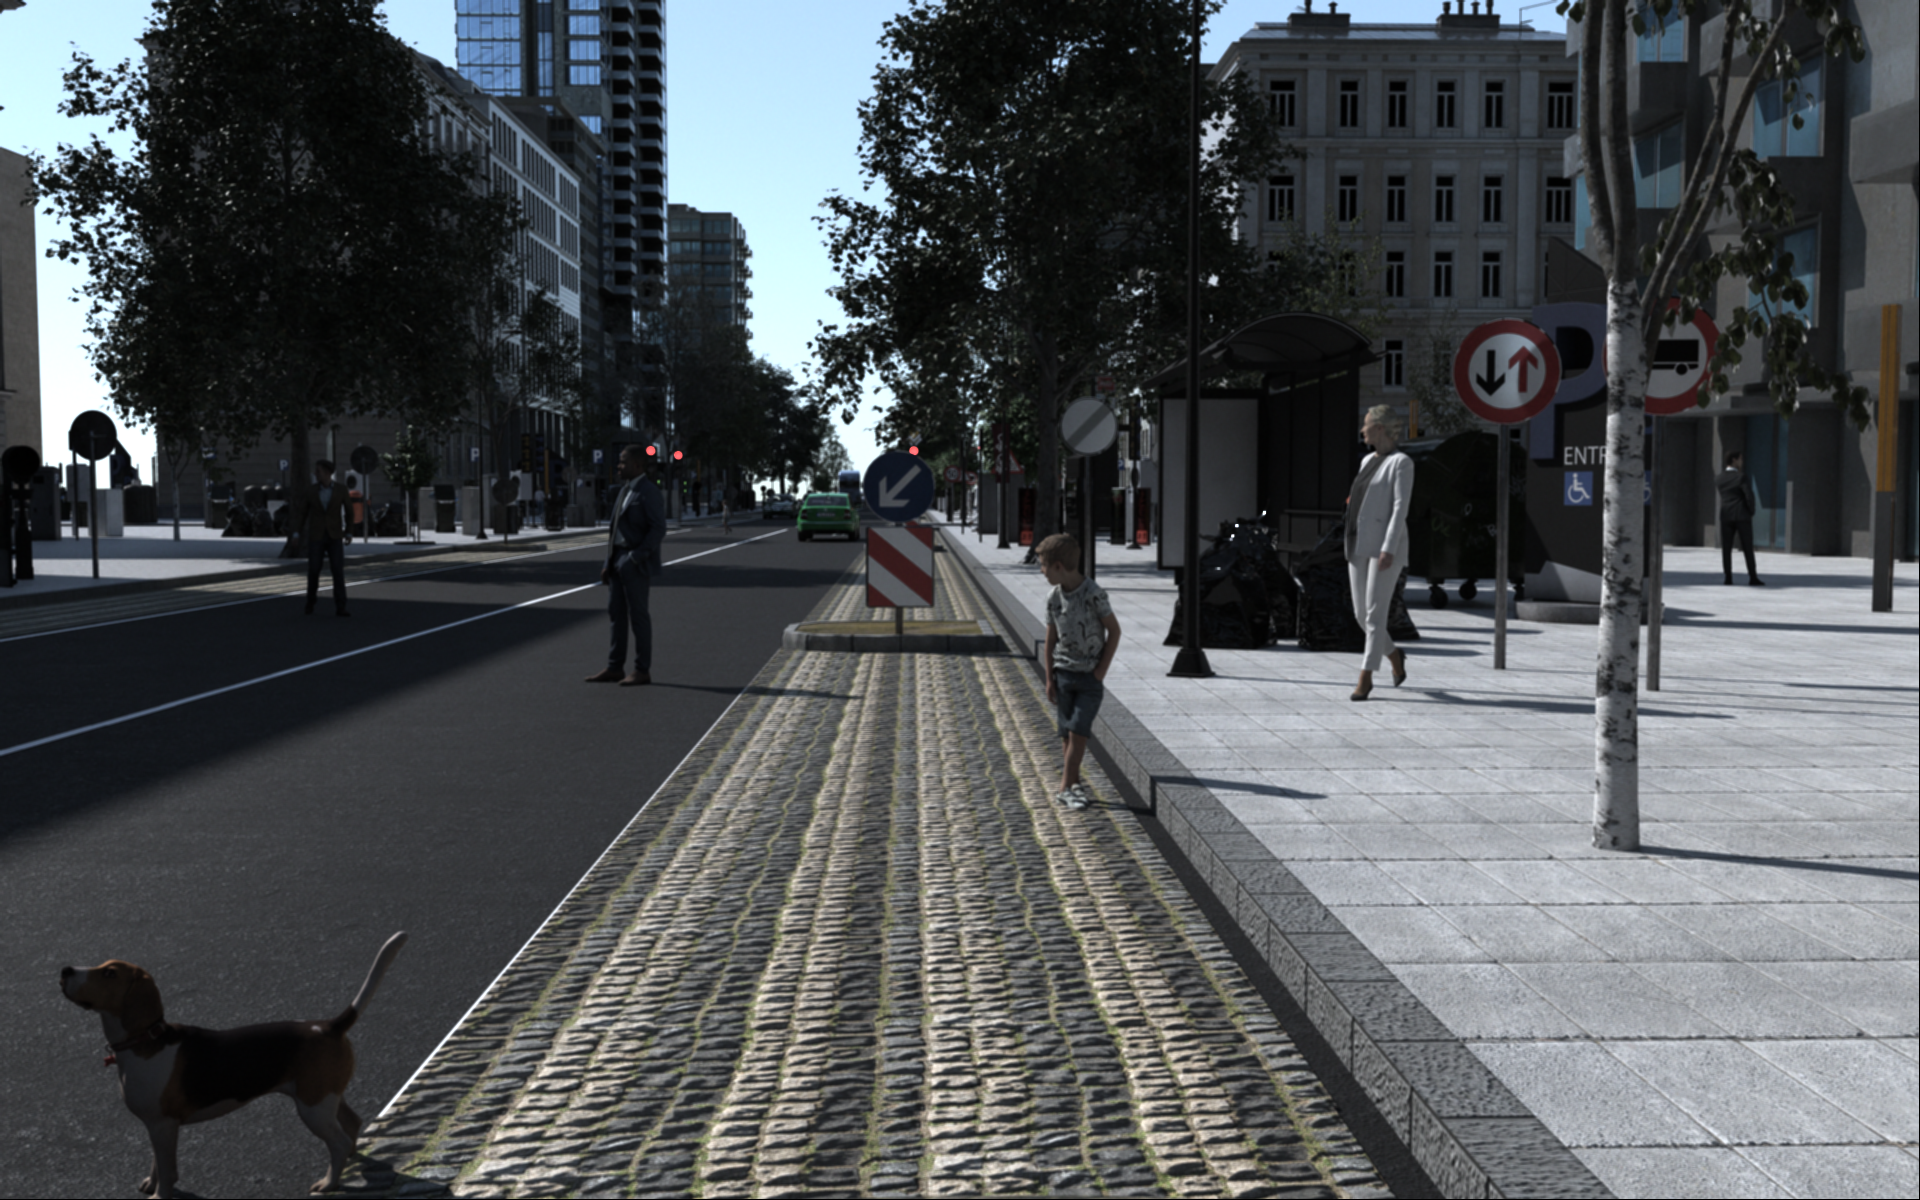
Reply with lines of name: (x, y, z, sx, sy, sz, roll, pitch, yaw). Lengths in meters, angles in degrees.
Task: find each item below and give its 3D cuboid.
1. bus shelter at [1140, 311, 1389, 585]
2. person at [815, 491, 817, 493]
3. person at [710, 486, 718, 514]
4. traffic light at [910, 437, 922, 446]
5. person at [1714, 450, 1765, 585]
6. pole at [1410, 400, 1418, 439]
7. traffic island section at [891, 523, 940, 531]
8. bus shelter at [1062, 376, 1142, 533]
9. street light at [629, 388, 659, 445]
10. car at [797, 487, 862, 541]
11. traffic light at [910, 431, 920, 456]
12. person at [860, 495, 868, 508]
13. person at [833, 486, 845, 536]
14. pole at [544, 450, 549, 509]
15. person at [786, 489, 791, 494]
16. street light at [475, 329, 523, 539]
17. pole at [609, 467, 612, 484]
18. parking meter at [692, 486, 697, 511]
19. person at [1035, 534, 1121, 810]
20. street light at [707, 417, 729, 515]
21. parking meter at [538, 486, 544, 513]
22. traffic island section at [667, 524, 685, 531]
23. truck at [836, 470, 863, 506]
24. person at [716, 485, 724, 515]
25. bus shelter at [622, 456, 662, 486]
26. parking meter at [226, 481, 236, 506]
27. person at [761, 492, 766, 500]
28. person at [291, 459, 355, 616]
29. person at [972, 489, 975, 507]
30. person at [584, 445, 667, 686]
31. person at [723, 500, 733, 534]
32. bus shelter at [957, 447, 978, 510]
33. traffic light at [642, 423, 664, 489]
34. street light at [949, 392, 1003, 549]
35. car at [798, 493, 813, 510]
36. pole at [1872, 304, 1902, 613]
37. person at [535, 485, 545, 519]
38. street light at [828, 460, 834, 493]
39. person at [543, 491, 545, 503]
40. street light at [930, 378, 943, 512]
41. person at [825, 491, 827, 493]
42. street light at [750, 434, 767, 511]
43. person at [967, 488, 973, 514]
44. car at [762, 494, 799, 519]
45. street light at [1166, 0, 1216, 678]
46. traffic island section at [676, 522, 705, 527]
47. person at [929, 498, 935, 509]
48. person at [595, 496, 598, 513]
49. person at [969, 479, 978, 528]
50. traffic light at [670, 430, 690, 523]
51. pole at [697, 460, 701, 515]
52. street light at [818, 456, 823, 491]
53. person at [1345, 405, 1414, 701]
bus shelter: (3.652, -1.715, 21.959, 2.014, 3.302, 5.546, 0, 4, -2)
person: (-15.023, -10.541, 181.670, 1.217, 1.723, 0.721, 3, 5, 41)
person: (-15.514, -6.299, 109.383, 0.694, 1.780, 0.624, 2, 4, 24)
traffic light: (-2.063, -5.353, 76.447, 0.839, 4.253, 0.868, 0, 4, -2)
person: (10.998, -1.166, 24.477, 0.474, 1.900, 0.648, -3, 5, -39)
pole: (9.853, -2.681, 37.672, 0.158, 3.312, 0.155, 0, 3, 0)
traffic island section: (-1.800, -2.832, 68.580, 2.009, 0.180, 2.903, 0, 4, -2)
bus shelter: (4.290, -4.803, 56.162, 2.179, 5.291, 8.768, 0, 4, -2)
street light: (-13.901, -6.327, 75.994, 1.470, 5.913, 1.316, 0, 4, -2)
car: (-4.050, -2.759, 53.911, 1.959, 1.807, 4.718, 0, 4, -1)
traffic light: (-1.841, -4.865, 68.465, 0.839, 4.253, 0.868, 0, 4, -2)
person: (-9.424, -10.085, 173.409, 1.348, 1.822, 0.705, 0, 4, 5)
person: (-4.297, -3.074, 59.768, 0.512, 1.701, 0.522, -3, 5, -45)
pole: (-19.083, -5.271, 80.019, 0.158, 3.312, 0.155, 0, 3, 0)
person: (-13.116, -7.575, 132.445, 0.850, 1.850, 0.679, 0, 4, 1)
street light: (-13.035, -4.676, 48.999, 1.470, 5.913, 1.316, 0, 4, -2)
pole: (-25.882, -8.228, 128.371, 0.158, 3.312, 0.155, 0, 3, 0)
parking meter: (-19.679, -7.522, 128.695, 0.255, 1.863, 0.399, 3, 5, 41)
person: (0.536, 0.321, 7.929, 0.352, 1.250, 0.332, -1, 4, -21)
street light: (-14.553, -8.050, 104.155, 1.470, 5.913, 1.316, 0, 4, -2)
parking meter: (-28.687, -6.898, 118.494, 0.255, 1.863, 0.399, -3, 5, -39)
traffic island section: (-12.138, -2.815, 68.298, 2.009, 0.180, 2.903, 0, 4, -2)
truck: (-12.748, -12.973, 201.861, 2.967, 4.110, 18.799, 0, 4, -3)
person: (-15.039, -6.249, 108.229, 0.620, 1.820, 0.660, 1, 4, 23)
bus shelter: (-19.631, -7.099, 107.354, 1.731, 3.624, 6.357, 0, 4, -2)
parking meter: (-32.576, -4.382, 77.364, 0.399, 1.863, 0.255, -1, 4, -9)
person: (-31.432, -16.602, 278.208, 1.217, 1.736, 0.721, 0, 4, -4)
person: (-7.532, -0.738, 20.475, 0.836, 1.842, 0.656, 3, 5, 43)
person: (1.399, -10.009, 169.696, 1.348, 1.822, 0.705, -3, 5, -39)
person: (-2.481, -0.269, 13.075, 0.721, 1.800, 0.419, 3, 5, 44)
person: (-8.285, -2.945, 61.672, 0.382, 1.210, 0.505, 0, 4, 3)
bus shelter: (0.514, -10.289, 145.855, 2.179, 5.291, 8.768, 0, 4, -2)
traffic light: (-12.098, -4.847, 68.165, 0.839, 4.253, 0.868, 0, 4, -2)
street light: (0.488, -4.164, 40.623, 1.470, 5.913, 1.316, 0, 4, -2)
car: (-9.699, -6.480, 114.989, 2.155, 1.783, 4.494, 0, 4, -2)
pole: (10.040, -1.524, 18.757, 0.158, 3.312, 0.155, 0, 3, 0)
person: (-21.903, -5.129, 90.580, 0.731, 1.740, 0.598, 0, 4, -4)
street light: (-18.235, -16.120, 236.108, 1.470, 5.913, 1.316, 0, 4, -2)
person: (-29.240, -7.093, 122.198, 0.709, 1.800, 0.728, 0, 4, -3)
street light: (-0.373, -5.869, 68.492, 1.470, 5.913, 1.316, 0, 4, -2)
person: (-14.967, -11.346, 193.952, 1.348, 1.831, 0.705, 0, 4, -5)
street light: (-15.357, -9.754, 132.026, 1.470, 5.913, 1.316, 0, 4, -2)
person: (0.614, -6.367, 110.028, 0.514, 1.842, 0.818, 3, 5, 40)
car: (-10.450, -5.471, 101.256, 2.131, 1.459, 4.920, 0, 4, 0)
street light: (1.089, -2.416, 12.048, 1.470, 5.913, 1.316, 0, 4, -2)
traffic island section: (-12.360, -3.303, 76.280, 2.009, 0.180, 2.903, 0, 4, -2)
person: (-2.403, -8.415, 148.636, 0.505, 1.210, 0.382, -3, 5, -42)
person: (-22.250, -5.747, 105.503, 1.012, 1.151, 0.738, 1, 4, 11)
person: (0.633, -3.507, 63.254, 0.818, 1.842, 0.514, -1, 4, -20)
traffic light: (-12.320, -5.335, 76.147, 0.839, 4.253, 0.868, 0, 4, -2)
pole: (-15.787, -6.771, 104.553, 0.158, 3.312, 0.155, 0, 3, 0)
street light: (-17.496, -14.498, 209.587, 1.470, 5.913, 1.316, 0, 4, -2)
person: (2.690, -0.309, 10.979, 0.818, 1.842, 0.514, -3, 5, -43)
